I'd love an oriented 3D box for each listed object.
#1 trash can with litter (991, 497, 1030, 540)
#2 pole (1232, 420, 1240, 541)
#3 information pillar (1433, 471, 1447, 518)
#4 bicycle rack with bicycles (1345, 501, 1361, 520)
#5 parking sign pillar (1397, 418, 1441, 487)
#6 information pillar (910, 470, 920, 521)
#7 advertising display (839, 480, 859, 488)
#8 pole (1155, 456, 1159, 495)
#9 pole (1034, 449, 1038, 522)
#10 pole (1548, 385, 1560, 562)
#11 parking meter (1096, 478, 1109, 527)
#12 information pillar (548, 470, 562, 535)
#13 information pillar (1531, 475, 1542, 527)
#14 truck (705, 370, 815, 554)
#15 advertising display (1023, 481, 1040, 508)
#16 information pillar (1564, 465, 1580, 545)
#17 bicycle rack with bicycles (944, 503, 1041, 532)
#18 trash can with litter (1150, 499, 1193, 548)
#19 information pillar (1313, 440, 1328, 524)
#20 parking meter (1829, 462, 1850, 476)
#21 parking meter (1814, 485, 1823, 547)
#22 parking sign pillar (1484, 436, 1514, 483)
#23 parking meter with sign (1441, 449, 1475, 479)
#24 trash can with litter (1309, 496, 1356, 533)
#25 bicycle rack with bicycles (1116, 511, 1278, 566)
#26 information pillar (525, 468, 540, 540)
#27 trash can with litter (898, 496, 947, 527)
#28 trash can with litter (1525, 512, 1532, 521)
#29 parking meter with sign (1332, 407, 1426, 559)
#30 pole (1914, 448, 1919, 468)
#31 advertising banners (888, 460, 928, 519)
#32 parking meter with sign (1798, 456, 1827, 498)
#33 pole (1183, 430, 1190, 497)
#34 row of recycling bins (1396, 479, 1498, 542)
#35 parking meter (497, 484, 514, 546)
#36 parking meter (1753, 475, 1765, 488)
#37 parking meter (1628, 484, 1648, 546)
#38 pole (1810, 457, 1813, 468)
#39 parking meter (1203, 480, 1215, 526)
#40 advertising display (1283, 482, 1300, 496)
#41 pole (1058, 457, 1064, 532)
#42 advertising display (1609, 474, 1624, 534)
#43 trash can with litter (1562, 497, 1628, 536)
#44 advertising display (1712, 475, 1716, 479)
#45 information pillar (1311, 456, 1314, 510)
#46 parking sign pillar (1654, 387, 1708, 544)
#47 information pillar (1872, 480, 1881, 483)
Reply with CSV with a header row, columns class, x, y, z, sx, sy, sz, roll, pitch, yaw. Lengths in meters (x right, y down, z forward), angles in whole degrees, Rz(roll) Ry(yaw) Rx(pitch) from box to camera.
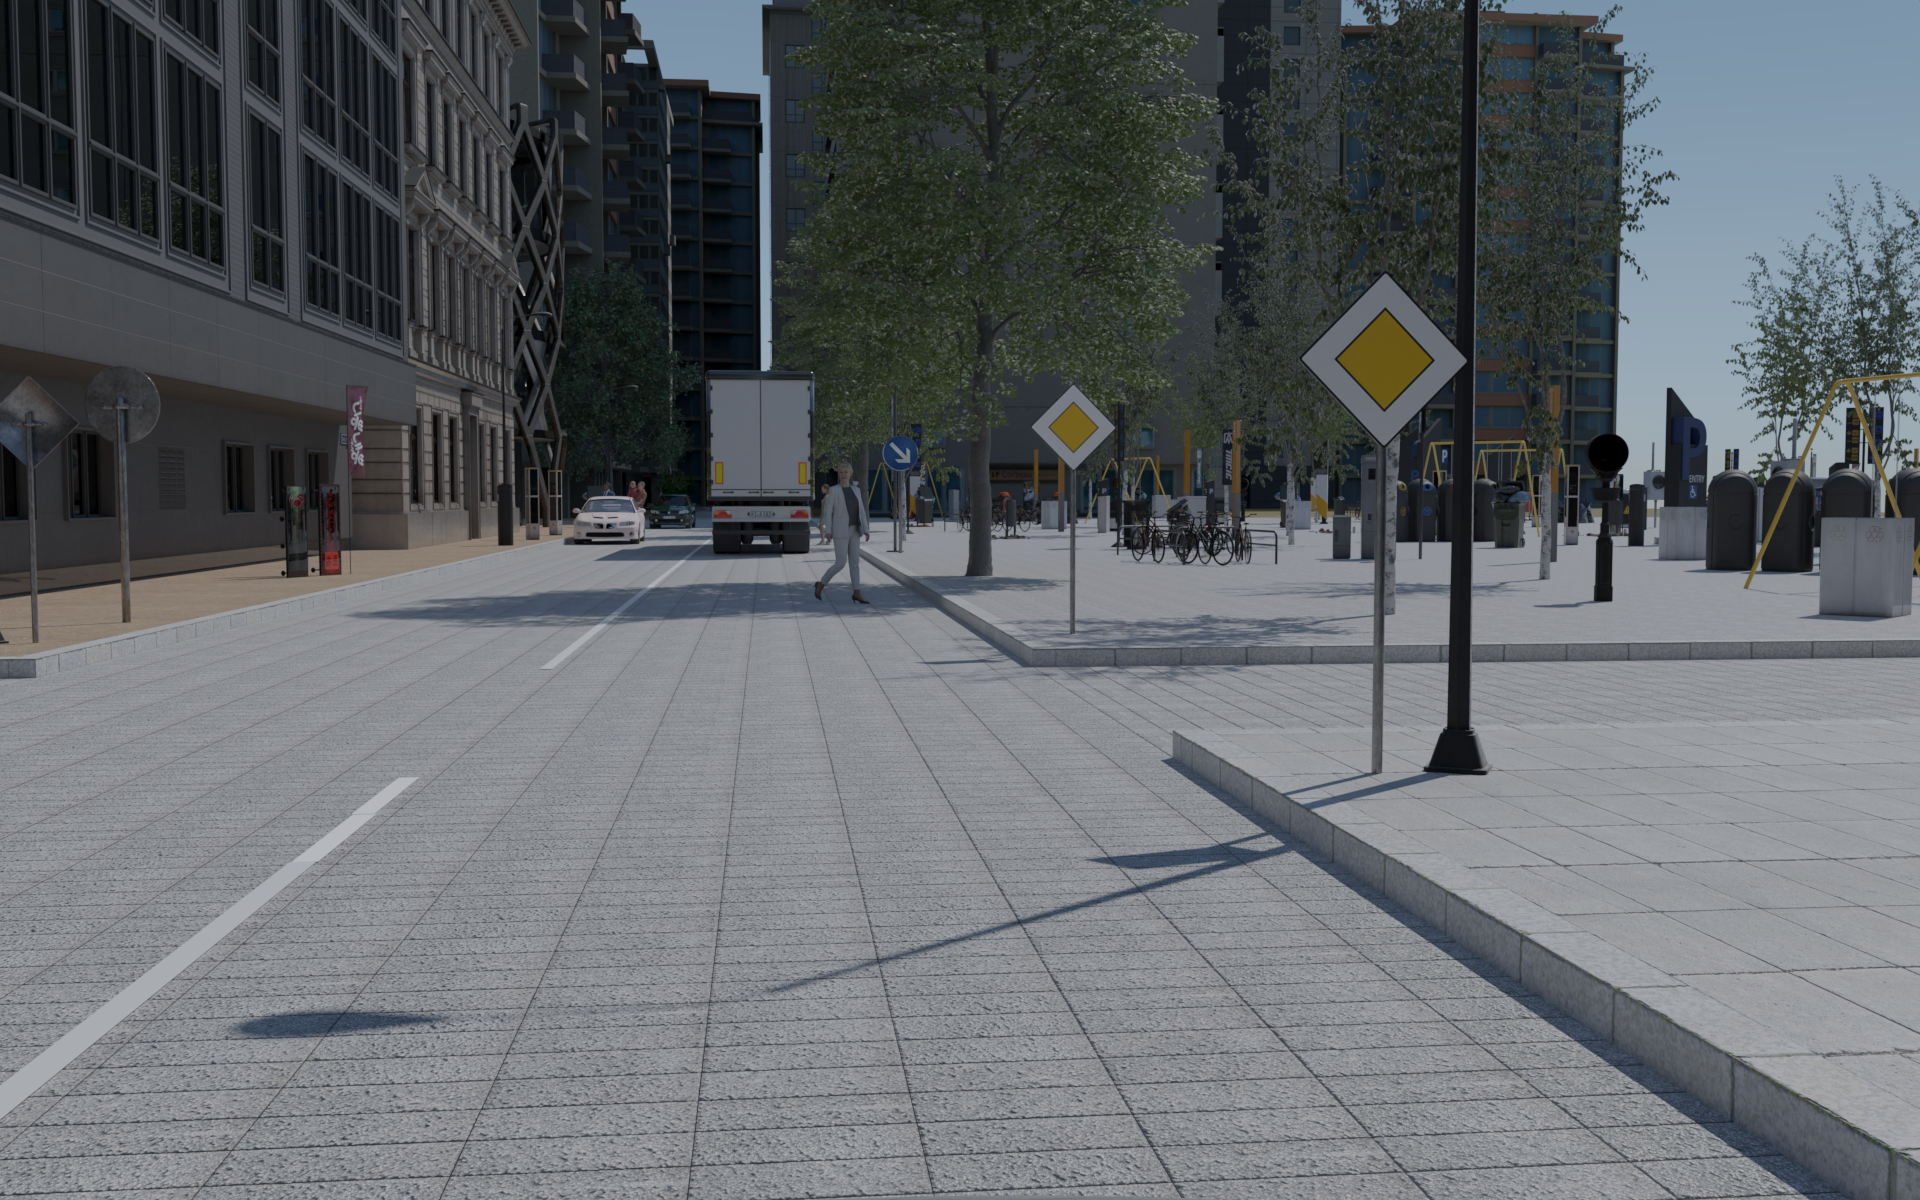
class,x,y,z,sx,sy,sz,roll,pitch,yaw
trash can with litter,1.189,-2.348,49.442,1.678,1.210,2.233,2,4,27
pole,7.617,-3.299,47.790,0.158,3.312,0.155,0,3,0
information pillar,14.971,-3.034,54.103,0.304,2.012,0.304,-2,4,-25
bicycle rack with bicycles,20.448,-4.507,87.067,2.852,0.926,2.925,-1,4,-11
parking sign pillar,16.497,-4.462,61.423,1.447,3.967,1.447,-3,5,-42
information pillar,-2.104,-5.508,81.403,0.504,3.616,0.183,0,4,-2
advertising display,-5.128,-4.603,80.467,0.974,1.923,0.123,1,4,13
pole,10.488,-6.006,92.042,0.158,3.312,0.155,0,3,0
pole,3.469,-5.215,79.102,0.158,3.312,0.155,0,3,0
pole,11.155,-2.371,32.605,0.158,3.312,0.155,0,3,0
parking meter,5.319,-3.604,64.639,0.399,1.863,0.255,-1,4,-18
information pillar,-12.574,-3.017,53.819,0.304,2.012,0.304,1,4,18
information pillar,22.284,-3.817,66.900,0.304,2.012,0.304,2,4,35
truck,-5.163,-3.429,44.974,2.839,4.237,11.283,0,4,-6
advertising display,3.530,-4.925,85.734,0.974,1.923,0.123,3,5,42
information pillar,15.402,-2.393,43.610,0.304,2.012,0.304,0,4,7
bicycle rack with bicycles,0.716,-2.802,59.192,2.852,0.926,2.925,-2,4,-28
trash can with litter,5.006,-1.842,41.509,1.055,1.170,0.624,0,4,-4
information pillar,15.547,-5.071,74.260,0.504,3.616,0.183,2,4,27
parking meter,16.201,-1.606,31.965,0.255,1.863,0.399,0,4,8
parking meter,20.937,-2.056,42.031,0.372,1.533,0.369,0,3,0
parking sign pillar,25.062,-5.634,80.580,1.447,3.967,1.447,-1,4,-17
parking meter with sign,19.582,-4.337,67.171,1.738,3.016,0.543,-1,4,-11
trash can with litter,12.433,-2.833,57.385,1.678,1.210,2.233,-1,4,-22
bicycle rack with bicycles,4.638,-1.145,32.097,2.852,0.926,2.925,-1,4,-10
information pillar,-11.963,-2.688,48.437,0.304,2.012,0.304,-2,4,-34
trash can with litter,-1.651,-3.479,67.934,1.678,1.210,2.233,-2,4,-32
trash can with litter,27.297,-4.431,83.509,2.233,1.210,1.678,-2,4,-32
parking meter with sign,8.242,-2.316,34.130,1.738,3.016,0.543,1,4,11
pole,42.648,-5.104,77.301,0.158,3.312,0.155,0,3,0
advertising banners,-2.627,-5.637,88.359,2.074,3.025,0.090,-1,4,-15
parking meter with sign,39.224,-5.065,79.081,1.738,3.016,0.543,0,4,7
pole,7.279,-3.778,55.618,0.158,3.312,0.155,0,3,0
row of recycling bins,12.814,-2.418,46.649,3.534,1.692,1.069,-1,4,-11
parking meter,-11.314,-2.122,43.099,0.372,1.533,0.369,0,3,0
parking meter,24.494,-2.909,53.268,0.399,1.863,0.255,0,4,7
parking meter,16.726,-2.104,42.810,0.372,1.533,0.369,0,3,0
pole,47.136,-6.239,95.849,0.158,3.312,0.155,0,3,0
parking meter,10.073,-3.935,70.050,0.399,1.863,0.255,-2,4,-26
advertising display,17.557,-5.299,91.849,0.123,1.923,0.974,-3,5,-45
pole,3.426,-3.958,58.561,0.158,3.312,0.155,0,3,0
advertising display,21.031,-3.078,55.532,0.123,1.923,0.974,0,4,2
trash can with litter,19.543,-2.558,52.882,2.233,1.210,1.678,1,4,12
advertising display,26.405,-3.329,59.639,0.974,1.923,0.123,0,4,5
information pillar,17.866,-5.845,86.919,0.504,3.616,0.183,2,4,26
parking sign pillar,18.507,-3.404,44.134,1.447,3.967,1.447,-3,4,-37
information pillar,48.174,-5.299,91.127,0.304,2.012,0.304,-3,4,-36
